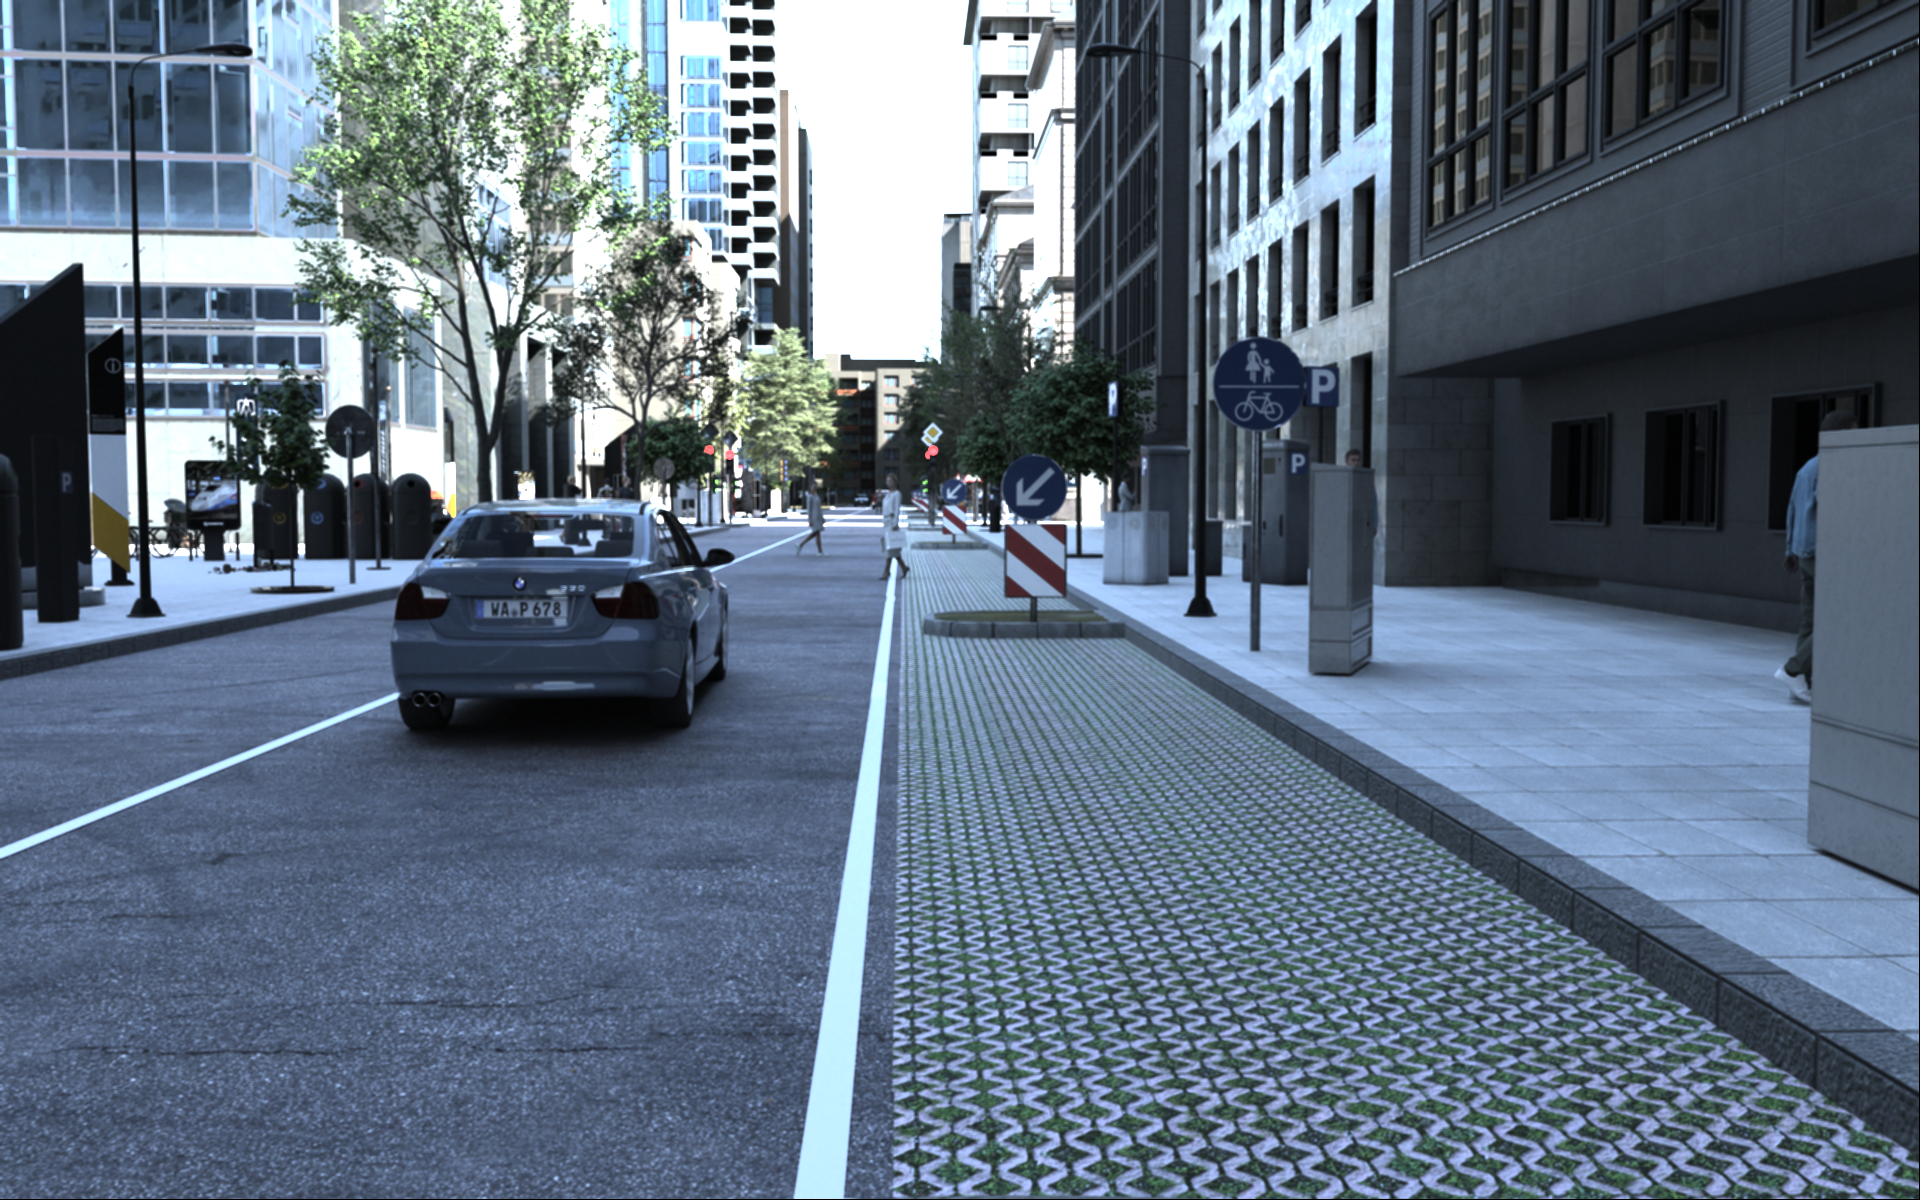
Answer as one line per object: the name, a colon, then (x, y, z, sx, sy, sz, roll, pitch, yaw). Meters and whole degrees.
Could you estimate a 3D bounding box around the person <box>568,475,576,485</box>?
person: (-10.274, -2.407, 45.744, 0.624, 1.780, 0.694, 1, 4, 16)

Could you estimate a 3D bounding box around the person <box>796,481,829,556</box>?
person: (-3.394, -1.868, 39.795, 0.760, 1.731, 0.466, -1, 4, -9)

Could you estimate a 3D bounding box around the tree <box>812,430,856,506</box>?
tree: (-14.826, -15.819, 209.004, 4.737, 8.622, 4.395, 0, 3, 0)

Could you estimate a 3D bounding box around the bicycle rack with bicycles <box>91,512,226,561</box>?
bicycle rack with bicycles: (-16.580, -1.287, 34.423, 2.925, 0.926, 2.852, 1, 4, 14)

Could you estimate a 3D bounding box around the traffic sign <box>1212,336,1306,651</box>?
traffic sign: (2.418, -0.857, 14.113, 0.768, 2.556, 0.104, 0, 4, -2)

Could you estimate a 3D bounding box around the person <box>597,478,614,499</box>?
person: (-11.168, -2.965, 54.802, 0.678, 1.792, 0.850, 0, 4, -2)

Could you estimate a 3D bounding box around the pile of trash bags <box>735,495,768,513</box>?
pile of trash bags: (-14.966, -6.812, 121.122, 3.447, 1.369, 1.912, -3, 4, -39)

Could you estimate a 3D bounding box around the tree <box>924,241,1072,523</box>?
tree: (1.400, -6.073, 49.654, 4.360, 8.622, 3.978, 0, 3, 0)

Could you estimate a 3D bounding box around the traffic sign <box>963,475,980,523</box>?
traffic sign: (0.562, -4.636, 75.794, 0.884, 2.594, 0.081, 0, 4, -1)

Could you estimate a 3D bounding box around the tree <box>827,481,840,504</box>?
tree: (-16.401, -14.191, 226.615, 1.663, 3.219, 1.824, 0, 3, 0)

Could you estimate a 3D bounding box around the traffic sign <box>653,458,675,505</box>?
traffic sign: (-10.337, -3.692, 60.469, 0.768, 2.556, 0.104, 0, 4, 1)

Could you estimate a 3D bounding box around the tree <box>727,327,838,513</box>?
tree: (-11.995, -12.201, 117.606, 7.486, 12.596, 7.792, 0, 3, 0)

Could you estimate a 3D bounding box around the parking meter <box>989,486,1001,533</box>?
parking meter: (1.165, -3.011, 57.644, 0.372, 1.533, 0.369, 0, 3, 0)

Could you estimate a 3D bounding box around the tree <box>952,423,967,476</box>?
tree: (1.382, -4.687, 60.349, 4.285, 4.588, 4.351, 0, 3, 0)

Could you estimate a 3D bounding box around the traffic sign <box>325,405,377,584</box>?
traffic sign: (-8.710, -1.508, 24.757, 0.768, 2.556, 0.104, 0, 4, 7)

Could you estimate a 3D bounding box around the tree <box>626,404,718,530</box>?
tree: (-10.510, -4.848, 62.981, 4.285, 4.588, 4.351, 0, 3, 0)

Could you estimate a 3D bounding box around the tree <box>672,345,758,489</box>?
tree: (-11.891, -8.274, 85.650, 4.737, 8.622, 4.395, 0, 3, 0)

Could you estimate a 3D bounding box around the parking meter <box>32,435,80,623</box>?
parking meter: (-9.089, -0.716, 17.419, 0.255, 1.863, 0.399, 0, 4, 1)

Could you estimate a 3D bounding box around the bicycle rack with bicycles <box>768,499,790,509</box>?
bicycle rack with bicycles: (-15.300, -7.939, 143.183, 2.852, 0.926, 2.925, 1, 4, 10)

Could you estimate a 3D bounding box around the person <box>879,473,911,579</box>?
person: (-1.095, -1.243, 29.172, 0.624, 1.780, 0.694, -1, 4, -14)

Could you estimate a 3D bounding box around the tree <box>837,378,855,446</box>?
tree: (-12.378, -13.037, 138.916, 9.928, 11.665, 9.643, 0, 3, 0)

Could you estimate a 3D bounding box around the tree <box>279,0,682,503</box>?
tree: (-9.232, -6.608, 33.802, 9.928, 11.665, 9.643, 0, 3, 0)

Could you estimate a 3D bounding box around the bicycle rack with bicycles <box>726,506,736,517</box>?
bicycle rack with bicycles: (-13.814, -5.039, 95.768, 2.852, 0.926, 2.925, 2, 4, 24)

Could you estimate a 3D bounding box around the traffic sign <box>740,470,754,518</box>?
traffic sign: (-11.355, -5.644, 92.391, 0.768, 2.556, 0.104, 0, 4, 6)

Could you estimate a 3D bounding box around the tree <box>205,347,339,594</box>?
tree: (-8.733, -1.724, 22.782, 1.663, 3.219, 1.824, 0, 3, 0)

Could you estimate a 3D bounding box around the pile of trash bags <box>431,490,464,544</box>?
pile of trash bags: (-10.915, -1.706, 37.645, 1.912, 1.369, 3.447, -3, 5, -41)

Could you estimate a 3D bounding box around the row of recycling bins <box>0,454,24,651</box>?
row of recycling bins: (-8.223, -0.355, 12.919, 1.069, 1.692, 3.534, 0, 4, -2)

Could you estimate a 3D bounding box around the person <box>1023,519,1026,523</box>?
person: (2.779, -3.739, 72.229, 0.503, 1.515, 0.523, -2, 4, -35)

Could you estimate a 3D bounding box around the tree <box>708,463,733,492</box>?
tree: (-14.727, -6.856, 106.698, 1.663, 3.219, 1.824, 0, 3, 0)

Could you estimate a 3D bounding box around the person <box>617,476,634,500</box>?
person: (-9.367, -2.562, 48.354, 0.534, 1.772, 0.576, 1, 4, 16)

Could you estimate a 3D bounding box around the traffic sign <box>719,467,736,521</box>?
traffic sign: (-10.868, -4.947, 80.983, 0.768, 2.556, 0.104, 0, 4, -1)

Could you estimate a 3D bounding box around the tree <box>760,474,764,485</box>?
tree: (-16.050, -9.306, 146.760, 1.663, 3.219, 1.824, 0, 3, 0)

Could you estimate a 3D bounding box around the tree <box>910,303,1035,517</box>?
tree: (1.256, -10.354, 95.048, 9.928, 11.665, 9.643, 0, 3, 0)

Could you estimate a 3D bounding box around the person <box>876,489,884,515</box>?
person: (-5.431, -6.661, 117.584, 0.537, 1.800, 0.526, 1, 4, 15)

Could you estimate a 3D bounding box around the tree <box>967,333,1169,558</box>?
tree: (2.519, -3.155, 35.291, 4.285, 4.588, 4.351, 0, 3, 0)

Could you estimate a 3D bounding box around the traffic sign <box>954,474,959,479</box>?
traffic sign: (-0.133, -6.557, 107.218, 0.884, 2.594, 0.081, 0, 4, 6)

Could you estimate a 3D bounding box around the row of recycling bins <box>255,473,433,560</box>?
row of recycling bins: (-12.160, -1.657, 34.201, 3.534, 1.692, 1.069, 0, 4, 3)

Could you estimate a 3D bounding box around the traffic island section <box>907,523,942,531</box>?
traffic island section: (-1.035, -2.793, 67.947, 2.009, 0.180, 2.903, 0, 4, -2)

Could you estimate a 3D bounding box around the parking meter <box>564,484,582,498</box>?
parking meter: (-9.842, -2.169, 43.877, 0.372, 1.533, 0.369, 0, 3, 0)

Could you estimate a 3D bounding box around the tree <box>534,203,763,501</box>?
tree: (-10.150, -7.404, 55.472, 7.601, 10.594, 8.767, 1, 4, 12)

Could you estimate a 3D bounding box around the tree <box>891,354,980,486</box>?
tree: (-1.326, -15.309, 156.960, 9.857, 13.997, 8.962, 0, 3, 0)

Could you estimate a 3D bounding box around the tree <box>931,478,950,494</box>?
tree: (-1.583, -10.822, 171.546, 1.663, 3.219, 1.824, 0, 3, 0)

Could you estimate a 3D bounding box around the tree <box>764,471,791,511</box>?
tree: (-13.369, -8.309, 130.453, 1.663, 3.219, 1.824, 0, 3, 0)

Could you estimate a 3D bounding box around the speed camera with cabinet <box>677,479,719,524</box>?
speed camera with cabinet: (-11.501, -4.996, 76.027, 0.660, 3.252, 2.038, 3, 4, 36)
